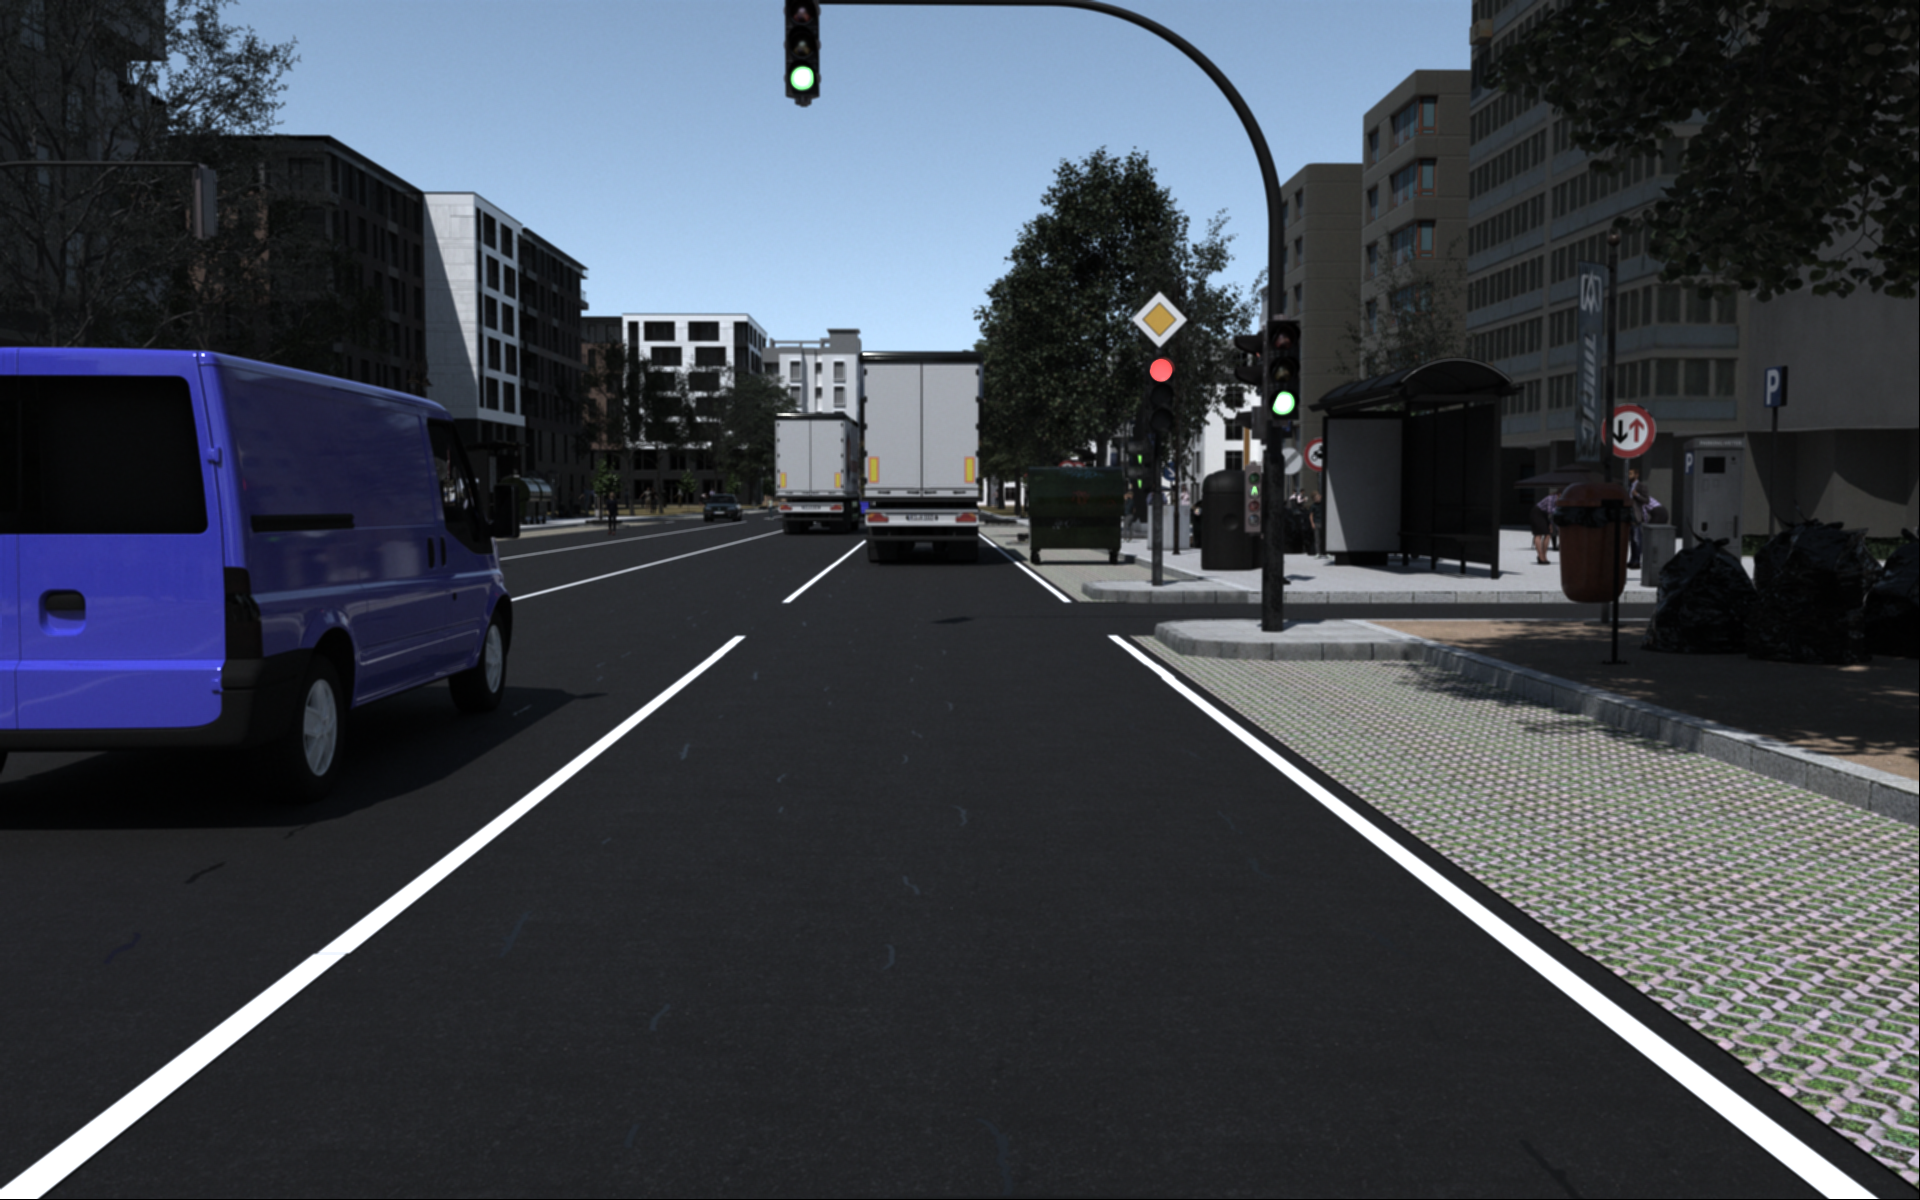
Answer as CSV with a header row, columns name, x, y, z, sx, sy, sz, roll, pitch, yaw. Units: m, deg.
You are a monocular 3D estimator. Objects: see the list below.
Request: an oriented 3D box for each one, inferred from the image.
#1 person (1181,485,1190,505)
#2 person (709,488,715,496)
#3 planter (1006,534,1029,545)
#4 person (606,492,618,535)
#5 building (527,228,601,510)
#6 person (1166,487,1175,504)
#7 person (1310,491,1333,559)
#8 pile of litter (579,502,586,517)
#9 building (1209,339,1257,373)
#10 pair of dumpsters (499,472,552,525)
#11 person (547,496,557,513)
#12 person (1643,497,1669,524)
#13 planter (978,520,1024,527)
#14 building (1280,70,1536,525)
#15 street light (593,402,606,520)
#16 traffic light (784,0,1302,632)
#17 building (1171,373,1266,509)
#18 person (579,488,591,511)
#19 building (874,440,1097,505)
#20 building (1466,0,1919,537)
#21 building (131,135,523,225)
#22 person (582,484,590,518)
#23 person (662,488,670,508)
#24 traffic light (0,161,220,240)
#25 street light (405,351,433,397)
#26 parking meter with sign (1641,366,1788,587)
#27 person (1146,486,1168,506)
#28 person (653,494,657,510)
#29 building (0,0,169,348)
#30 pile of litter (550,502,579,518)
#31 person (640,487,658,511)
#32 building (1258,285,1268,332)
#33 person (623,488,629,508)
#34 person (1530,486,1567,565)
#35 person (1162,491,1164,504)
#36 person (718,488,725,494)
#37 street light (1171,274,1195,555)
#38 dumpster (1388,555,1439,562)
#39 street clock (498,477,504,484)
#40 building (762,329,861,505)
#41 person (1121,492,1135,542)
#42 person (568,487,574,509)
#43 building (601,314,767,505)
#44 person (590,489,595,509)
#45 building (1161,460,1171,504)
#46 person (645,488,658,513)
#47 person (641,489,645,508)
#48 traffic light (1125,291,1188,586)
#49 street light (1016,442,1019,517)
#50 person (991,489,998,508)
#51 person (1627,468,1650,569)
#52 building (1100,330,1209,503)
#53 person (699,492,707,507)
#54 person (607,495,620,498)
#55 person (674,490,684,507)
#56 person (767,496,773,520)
name,x,y,z,sx,sy,sz,roll,pitch,yaw
person,10.817,-4.697,83.500,0.551,1.740,0.621,0,4,3
person,-23.823,-9.836,166.731,0.709,1.838,0.599,-1,4,-12
planter,2.293,-1.698,48.896,1.991,0.319,1.994,0,4,-1
person,-12.259,-3.050,60.902,0.480,1.512,0.613,-3,5,-39
building,-49.725,-18.512,146.647,32.646,21.610,27.936,0,4,-1
person,15.427,-7.265,124.835,1.348,1.824,0.705,1,4,19
person,7.170,-1.493,34.367,0.435,1.345,0.340,0,4,6
pile of litter,-21.058,-4.986,95.482,1.719,0.858,1.176,0,4,0
building,44.357,-20.771,206.057,31.486,18.905,16.747,0,4,-1
pair of dumpsters,-18.523,-4.339,73.437,1.574,2.255,4.437,0,4,-1
person,-28.425,-6.937,119.473,1.348,1.823,0.705,1,4,20
person,12.367,-1.339,31.161,0.697,1.427,0.421,3,5,39
planter,1.744,-3.346,75.849,1.991,0.319,1.994,0,4,-1
building,32.085,-14.711,85.570,27.650,21.520,28.899,0,4,-1
street light,-18.017,-6.969,86.736,0.468,5.910,1.993,0,4,-1
traffic light,0.804,-2.523,15.924,4.771,5.953,1.251,0,4,-1
building,21.395,-10.897,120.309,9.099,9.664,28.070,0,4,-1
person,-27.709,-7.475,128.271,0.705,1.823,1.348,2,4,25
building,3.117,-15.887,201.894,28.070,9.664,9.099,0,4,-1
building,30.362,-22.097,53.173,23.993,40.220,32.217,0,4,-1
building,-46.687,-16.580,115.060,27.936,21.610,32.646,0,4,-1
person,-20.383,-5.391,94.311,0.434,1.807,0.598,2,4,28
person,-27.281,-9.451,160.202,1.348,1.869,0.705,3,5,41
traffic light,-12.651,-3.005,23.807,4.771,5.953,1.251,0,4,-1
street light,-17.389,-5.080,55.845,0.468,5.910,1.993,0,4,-1
parking meter with sign,10.348,-1.686,23.832,1.738,3.016,0.543,0,4,3
person,4.674,-2.015,41.057,0.516,1.574,0.319,1,4,16
person,-25.337,-8.342,142.972,0.750,1.759,0.617,3,5,41
building,-46.212,-28.835,60.690,28.713,52.752,27.495,0,4,-1
pile of litter,-21.234,-4.762,91.825,1.719,0.858,1.176,-1,4,-14
person,-23.078,-7.477,128.289,1.348,1.824,0.705,-1,4,-22
building,33.390,-18.221,154.333,11.380,20.091,16.016,0,4,-1
person,-30.332,-9.264,157.596,0.705,1.814,1.350,1,4,9
person,10.684,-1.353,31.390,0.421,1.427,0.697,-3,5,-45
person,15.565,-7.802,134.404,0.742,1.727,0.445,2,4,29
person,-19.652,-8.371,142.929,1.348,1.822,0.705,2,4,29
street light,4.583,-3.898,36.513,0.468,5.910,1.993,0,4,-1
dumpster,8.517,-1.694,33.450,1.264,1.857,1.865,0,4,-1
street clock,-19.859,-4.330,75.366,0.471,2.002,0.358,2,4,27
building,-17.342,-21.296,204.607,11.380,20.091,16.016,0,4,-1
person,4.445,-2.209,46.065,0.340,1.345,0.435,1,4,23
person,-24.154,-6.139,107.133,0.721,1.735,1.217,-1,4,-14
building,-40.579,-22.386,209.989,32.646,21.610,27.936,0,4,-1
person,-30.888,-8.565,145.945,0.709,1.838,0.599,0,4,-5
building,21.086,-12.610,148.326,9.099,9.664,28.070,0,4,-1
person,-20.699,-6.706,116.518,1.217,1.723,0.721,2,4,27
person,-29.861,-9.582,163.536,0.721,1.723,1.217,-1,4,-14
traffic light,2.736,-2.151,24.090,0.839,4.253,0.868,0,4,-1
street light,3.298,-7.714,98.911,0.468,5.910,1.993,0,4,-1
person,3.367,-9.150,156.348,1.217,1.736,0.721,0,4,-2
person,11.475,-1.393,29.640,0.431,1.722,0.655,0,4,-6
building,22.766,-21.359,205.646,11.380,20.091,16.016,0,4,-1
person,-24.931,-9.729,168.305,0.799,1.438,0.628,-2,4,-33
person,-30.437,-8.952,152.402,1.348,1.824,0.705,-3,5,-41
person,-26.968,-9.767,166.456,0.721,1.736,1.217,3,4,39
person,-10.542,-5.135,96.367,0.435,1.345,0.340,2,4,24
